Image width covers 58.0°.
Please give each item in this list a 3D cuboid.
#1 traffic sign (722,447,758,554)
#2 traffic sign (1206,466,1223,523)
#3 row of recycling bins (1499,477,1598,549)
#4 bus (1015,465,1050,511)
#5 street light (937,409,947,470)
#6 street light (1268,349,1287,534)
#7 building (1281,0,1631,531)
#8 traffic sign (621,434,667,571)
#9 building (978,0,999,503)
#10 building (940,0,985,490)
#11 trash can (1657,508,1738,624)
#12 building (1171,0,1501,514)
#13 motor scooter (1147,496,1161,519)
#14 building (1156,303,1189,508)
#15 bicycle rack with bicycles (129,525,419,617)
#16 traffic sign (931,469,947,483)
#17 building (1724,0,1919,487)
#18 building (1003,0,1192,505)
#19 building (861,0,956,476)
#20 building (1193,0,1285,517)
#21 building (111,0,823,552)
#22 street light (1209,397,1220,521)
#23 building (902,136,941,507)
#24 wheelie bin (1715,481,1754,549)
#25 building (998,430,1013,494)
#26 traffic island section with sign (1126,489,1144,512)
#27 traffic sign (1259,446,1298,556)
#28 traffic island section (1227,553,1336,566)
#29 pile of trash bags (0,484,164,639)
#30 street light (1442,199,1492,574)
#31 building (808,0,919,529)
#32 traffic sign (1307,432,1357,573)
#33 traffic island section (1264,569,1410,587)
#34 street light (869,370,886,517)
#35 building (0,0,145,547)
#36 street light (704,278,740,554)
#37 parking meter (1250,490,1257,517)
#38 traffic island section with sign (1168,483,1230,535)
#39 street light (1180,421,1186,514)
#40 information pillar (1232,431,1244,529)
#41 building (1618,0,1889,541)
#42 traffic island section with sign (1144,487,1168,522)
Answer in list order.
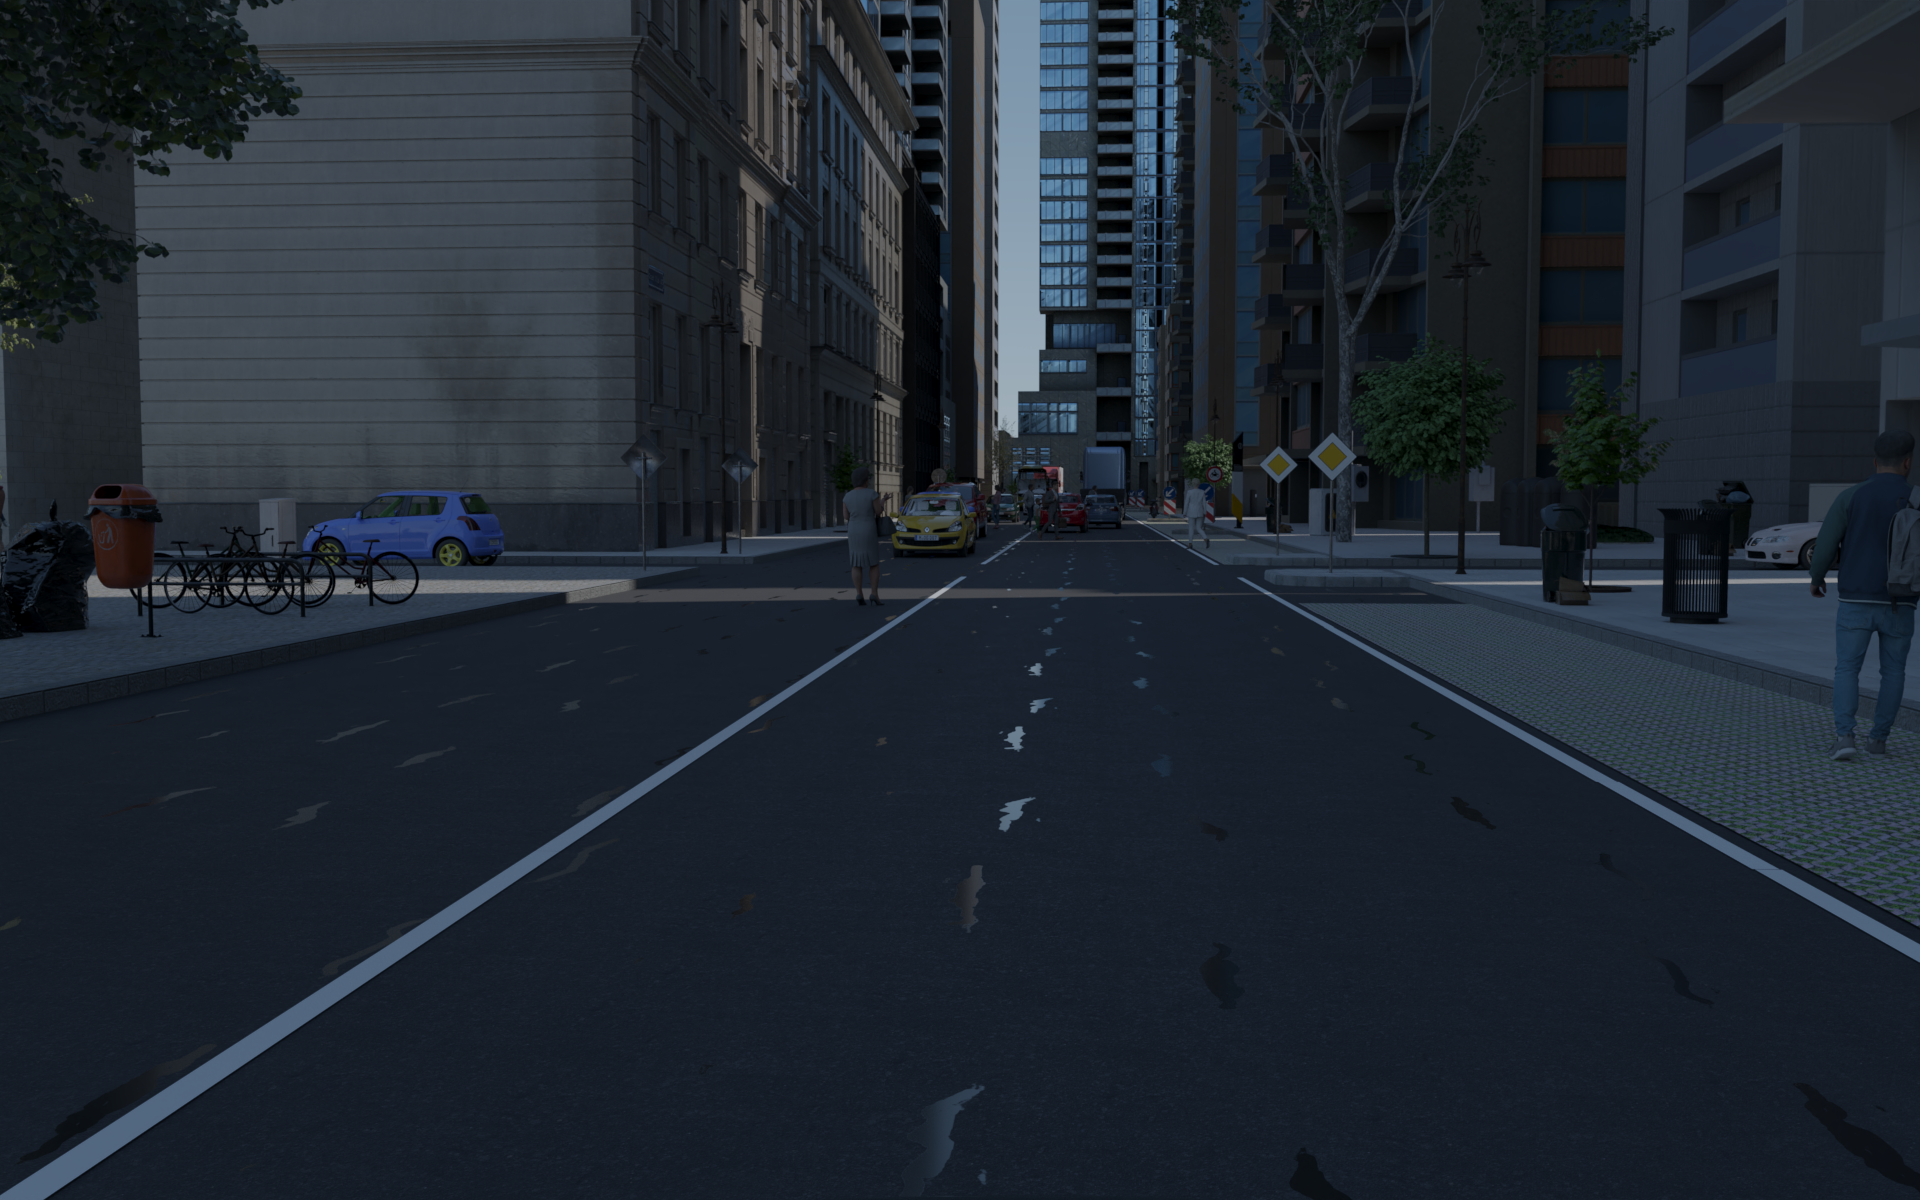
[{"bbox_3d":[-4.690,-2.036,36.930,0.795,2.450,0.064,0,4,4],"label":"traffic sign"},{"bbox_3d":[11.459,-4.764,77.993,0.768,2.556,0.104,0,4,6],"label":"traffic sign"},{"bbox_3d":[14.192,-2.129,41.927,1.069,1.692,3.534,-1,4,-12],"label":"row of recycling bins"},{"bbox_3d":[6.254,-9.663,149.540,2.896,3.916,12.252,0,4,3],"label":"bus"},{"bbox_3d":[-0.950,-7.326,92.562,0.468,5.910,1.993,0,4,4],"label":"street light"},{"bbox_3d":[10.143,-5.054,55.428,0.468,5.910,1.993,0,4,4],"label":"street light"},{"bbox_3d":[23.816,-25.479,71.213,22.147,44.769,28.867,0,4,4],"label":"building"},{"bbox_3d":[-5.284,-1.549,28.967,0.795,2.450,0.064,0,4,4],"label":"traffic sign"},{"bbox_3d":[-10.273,-38.806,176.471,28.212,58.520,21.231,0,4,4],"label":"building"},{"bbox_3d":[-5.204,-30.634,150.977,14.600,45.320,14.200,0,4,4],"label":"building"},{"bbox_3d":[7.330,-0.343,17.256,0.748,1.137,0.748,0,3,0],"label":"trash can"},{"bbox_3d":[28.706,-29.713,140.436,22.147,44.769,28.867,0,4,4],"label":"building"},{"bbox_3d":[10.803,-5.115,96.403,0.815,1.314,1.986,0,4,6],"label":"motor scooter"},{"bbox_3d":[33.829,-19.902,170.438,27.650,21.520,28.899,0,4,4],"label":"building"},{"bbox_3d":[-7.818,-0.350,19.109,2.925,0.926,2.852,0,4,5],"label":"bicycle rack with bicycles"},{"bbox_3d":[-1.062,-5.311,86.944,0.768,2.556,0.104,1,4,9],"label":"traffic sign"},{"bbox_3d":[23.482,-25.775,10.660,28.713,52.752,27.495,0,4,4],"label":"building"},{"bbox_3d":[21.211,-54.522,204.112,31.000,86.520,22.319,0,4,4],"label":"building"},{"bbox_3d":[-11.076,-49.813,127.120,22.319,86.520,31.000,0,4,4],"label":"building"},{"bbox_3d":[21.308,-27.677,102.631,14.600,45.320,14.200,0,4,4],"label":"building"},{"bbox_3d":[-11.825,-15.455,49.945,12.463,27.353,25.104,0,4,4],"label":"building"},{"bbox_3d":[12.129,-6.711,82.510,0.468,5.910,1.993,0,4,4],"label":"street light"},{"bbox_3d":[-7.945,-16.562,100.469,12.332,23.373,15.834,0,4,4],"label":"building"},{"bbox_3d":[18.167,-2.005,40.695,0.693,1.594,0.980,-1,4,-18],"label":"wheelie bin"},{"bbox_3d":[-7.725,-37.992,210.401,27.495,52.752,28.713,0,4,4],"label":"building"},{"bbox_3d":[14.254,-7.909,137.939,1.989,1.847,2.006,0,4,4],"label":"traffic island section with sign"},{"bbox_3d":[6.621,-1.983,36.068,0.795,2.450,0.064,0,4,4],"label":"traffic sign"},{"bbox_3d":[6.645,-0.848,36.144,2.009,0.180,2.903,0,4,4],"label":"traffic island section"},{"bbox_3d":[-8.648,-0.371,15.822,3.447,1.369,1.912,1,4,22],"label":"pile of trash bags"},{"bbox_3d":[8.021,-3.350,27.555,0.468,5.910,1.993,0,4,4],"label":"street light"},{"bbox_3d":[-11.322,-14.953,77.766,16.112,22.955,30.059,0,4,4],"label":"building"},{"bbox_3d":[6.027,-1.496,28.105,0.795,2.450,0.064,0,4,4],"label":"traffic sign"},{"bbox_3d":[6.051,-0.361,28.181,2.009,0.180,2.903,0,4,4],"label":"traffic island section"},{"bbox_3d":[-3.076,-5.634,64.900,0.468,5.910,1.993,0,4,4],"label":"street light"},{"bbox_3d":[-29.482,-11.596,44.349,16.860,20.320,10.420,0,4,4],"label":"building"},{"bbox_3d":[-5.081,-3.935,37.130,0.468,5.910,1.993,0,4,4],"label":"street light"},{"bbox_3d":[16.302,-5.374,96.276,0.372,1.533,0.369,0,3,0],"label":"parking meter"},{"bbox_3d":[8.557,-3.242,61.629,1.989,1.847,2.006,0,4,4],"label":"traffic island section with sign"},{"bbox_3d":[14.219,-8.413,110.339,0.468,5.910,1.993,0,4,4],"label":"street light"},{"bbox_3d":[10.326,-4.468,64.405,0.504,3.616,0.183,-2,4,-33],"label":"information pillar"},{"bbox_3d":[34.105,-30.649,43.104,28.212,58.520,21.231,0,4,4],"label":"building"},{"bbox_3d":[10.567,-4.886,88.510,1.989,1.847,2.006,0,4,4],"label":"traffic island section with sign"}]
